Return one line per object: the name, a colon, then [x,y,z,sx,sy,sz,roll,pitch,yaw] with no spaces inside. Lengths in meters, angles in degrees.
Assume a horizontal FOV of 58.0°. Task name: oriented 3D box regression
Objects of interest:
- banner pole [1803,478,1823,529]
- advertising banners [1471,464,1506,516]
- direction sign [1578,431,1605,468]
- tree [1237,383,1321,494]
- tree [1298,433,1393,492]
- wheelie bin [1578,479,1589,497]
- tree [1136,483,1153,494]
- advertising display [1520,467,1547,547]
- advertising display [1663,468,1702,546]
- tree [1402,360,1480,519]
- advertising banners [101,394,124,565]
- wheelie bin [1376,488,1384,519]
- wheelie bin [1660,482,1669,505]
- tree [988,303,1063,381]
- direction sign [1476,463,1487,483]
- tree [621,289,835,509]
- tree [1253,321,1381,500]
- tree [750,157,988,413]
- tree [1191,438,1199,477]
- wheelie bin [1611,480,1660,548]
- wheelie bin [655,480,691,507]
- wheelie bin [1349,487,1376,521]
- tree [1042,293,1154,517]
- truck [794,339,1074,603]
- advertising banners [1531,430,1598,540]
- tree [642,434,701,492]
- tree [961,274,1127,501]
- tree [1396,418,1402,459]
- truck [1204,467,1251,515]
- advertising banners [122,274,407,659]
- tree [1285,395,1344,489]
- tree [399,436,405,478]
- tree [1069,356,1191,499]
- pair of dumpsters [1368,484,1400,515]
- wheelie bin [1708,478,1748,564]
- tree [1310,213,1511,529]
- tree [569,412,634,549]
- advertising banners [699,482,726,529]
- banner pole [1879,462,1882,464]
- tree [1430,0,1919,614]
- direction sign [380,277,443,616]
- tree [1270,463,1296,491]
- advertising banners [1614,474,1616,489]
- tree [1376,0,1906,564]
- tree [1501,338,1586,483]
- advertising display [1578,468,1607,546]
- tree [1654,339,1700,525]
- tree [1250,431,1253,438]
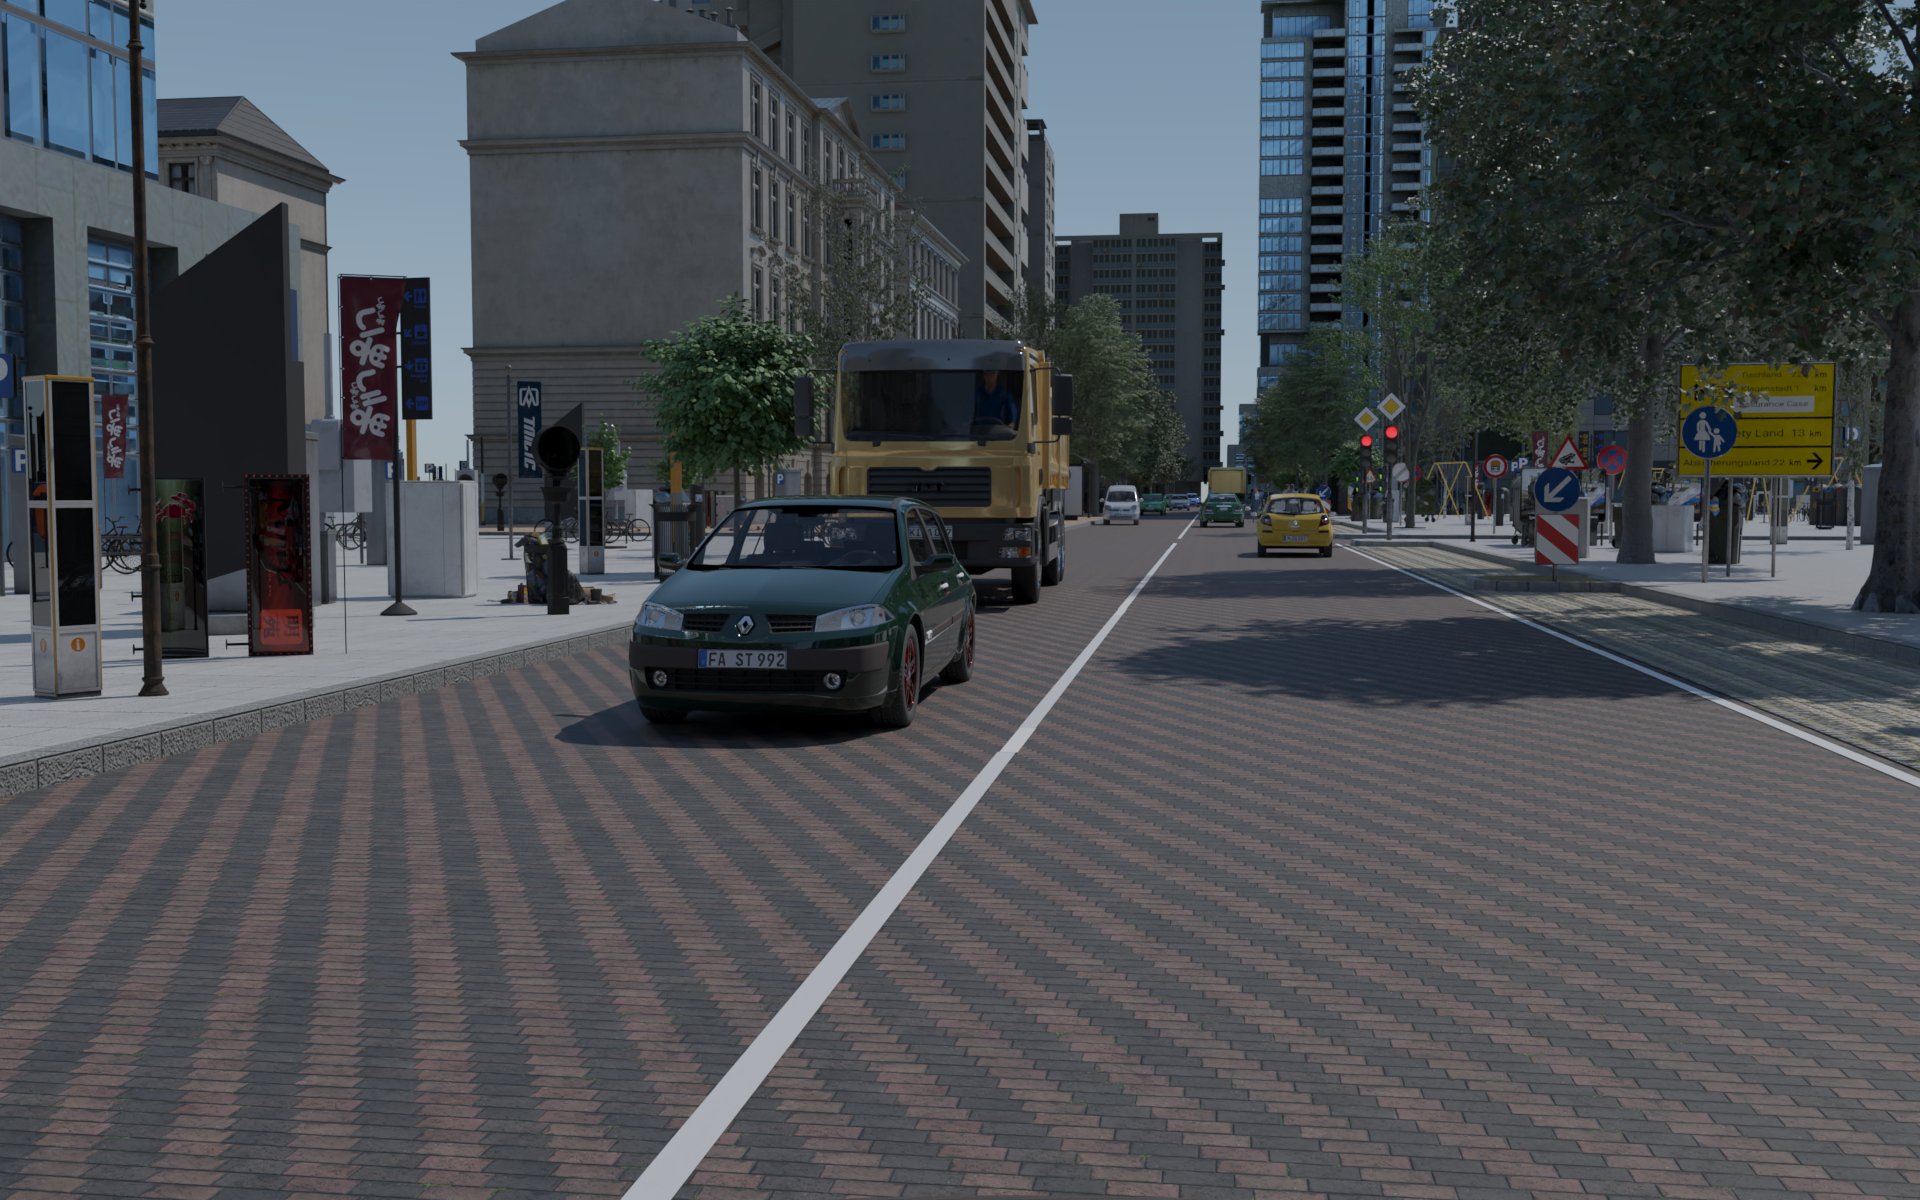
banner pole: [31.769,-4.545,64.334,0.863,3.779,0.401,1,4,14]
advertising banners: [30.298,-6.307,99.309,2.074,3.025,0.090,0,4,-3]
direction sign: [22.644,-4.293,62.191,0.876,3.537,0.379,2,4,29]
tree: [36.380,-17.642,195.103,9.857,13.997,8.962,0,3,0]
tree: [21.117,-6.608,91.761,4.285,4.588,4.351,0,3,0]
wheelie bin: [13.098,-1.800,37.339,0.980,1.594,0.693,0,4,-7]
tree: [20.695,-14.532,187.964,4.360,8.622,3.978,0,3,0]
advertising display: [13.849,-2.228,41.647,0.123,1.923,0.974,-2,4,-24]
advertising display: [17.863,-2.302,42.853,0.974,1.923,0.123,0,4,-6]
tree: [25.488,-8.595,90.887,4.360,8.622,3.978,0,3,0]
advertising banners: [-15.565,-2.101,30.547,2.074,3.025,0.090,1,4,9]
wheelie bin: [20.943,-4.868,87.505,0.980,1.594,0.693,3,5,41]
wheelie bin: [18.505,-2.308,45.642,0.693,1.594,0.980,0,4,1]
tree: [1.715,-7.082,66.146,4.360,8.622,3.978,0,3,0]
direction sign: [37.620,-8.139,125.068,0.876,3.537,0.379,1,4,17]
tree: [-3.699,-2.701,27.873,4.285,4.588,4.351,0,3,0]
tree: [23.894,-11.983,114.047,7.486,12.596,7.792,0,3,0]
tree: [-2.310,-5.308,37.154,4.360,8.622,3.978,0,3,0]
tree: [18.288,-15.817,175.609,9.611,12.733,9.660,0,3,0]
wheelie bin: [15.909,-2.030,41.102,0.693,1.594,0.980,-1,4,-19]
wheelie bin: [-6.640,-1.963,40.009,0.693,1.594,0.980,1,4,9]
wheelie bin: [18.814,-4.494,81.386,0.980,1.594,0.693,-1,4,-18]
tree: [7.369,-11.030,98.464,7.486,12.596,7.792,0,3,0]
truck: [0.064,-1.778,24.987,3.469,3.379,9.791,0,4,6]
advertising banners: [16.468,-3.122,47.240,0.090,3.025,2.074,-3,4,-38]
tree: [-7.827,-3.302,48.583,1.663,3.219,1.824,0,3,0]
tree: [3.667,-8.514,73.619,7.601,10.594,8.767,2,4,32]
tree: [33.726,-10.727,125.742,4.360,8.622,3.978,0,3,0]
truck: [19.073,-7.813,123.665,3.469,3.379,9.791,1,4,9]
advertising banners: [-5.419,-1.068,13.655,2.074,3.025,0.090,-1,4,-18]
tree: [25.214,-10.464,121.441,4.737,8.622,4.395,0,3,0]
tree: [-15.970,-3.293,48.440,1.663,3.219,1.824,0,3,0]
tree: [13.136,-13.518,138.031,9.611,12.733,9.660,0,3,0]
pair of dumpsters: [24.789,-6.031,101.102,1.574,2.255,4.437,1,4,8]
wheelie bin: [14.119,-1.470,31.940,0.693,1.594,0.980,2,4,32]
tree: [16.795,-8.466,64.167,9.928,11.665,9.643,0,3,0]
tree: [-8.517,-2.824,40.778,1.663,3.219,1.824,0,3,0]
advertising banners: [-9.952,-4.464,69.181,0.090,3.025,2.074,-3,5,-39]
banner pole: [62.936,-7.842,118.235,0.863,3.779,0.401,-2,4,-33]
tree: [10.230,-6.207,18.485,9.611,12.733,9.660,0,3,0]
direction sign: [-5.955,-1.607,18.275,0.876,3.537,0.379,1,4,15]
tree: [31.165,-10.823,160.667,4.285,4.588,4.351,0,3,0]
advertising banners: [39.331,-6.504,102.523,0.090,3.025,2.074,-3,5,-45]
tree: [12.637,-7.647,31.687,9.857,13.997,8.962,0,3,0]
tree: [25.441,-7.617,74.900,4.737,8.622,4.395,0,3,0]
advertising display: [15.589,-2.296,42.755,0.974,1.923,0.123,-2,4,-33]
tree: [28.499,-7.119,66.765,4.360,8.622,3.978,0,3,0]
tree: [28.929,-14.202,150.325,7.486,12.596,7.792,0,3,0]
